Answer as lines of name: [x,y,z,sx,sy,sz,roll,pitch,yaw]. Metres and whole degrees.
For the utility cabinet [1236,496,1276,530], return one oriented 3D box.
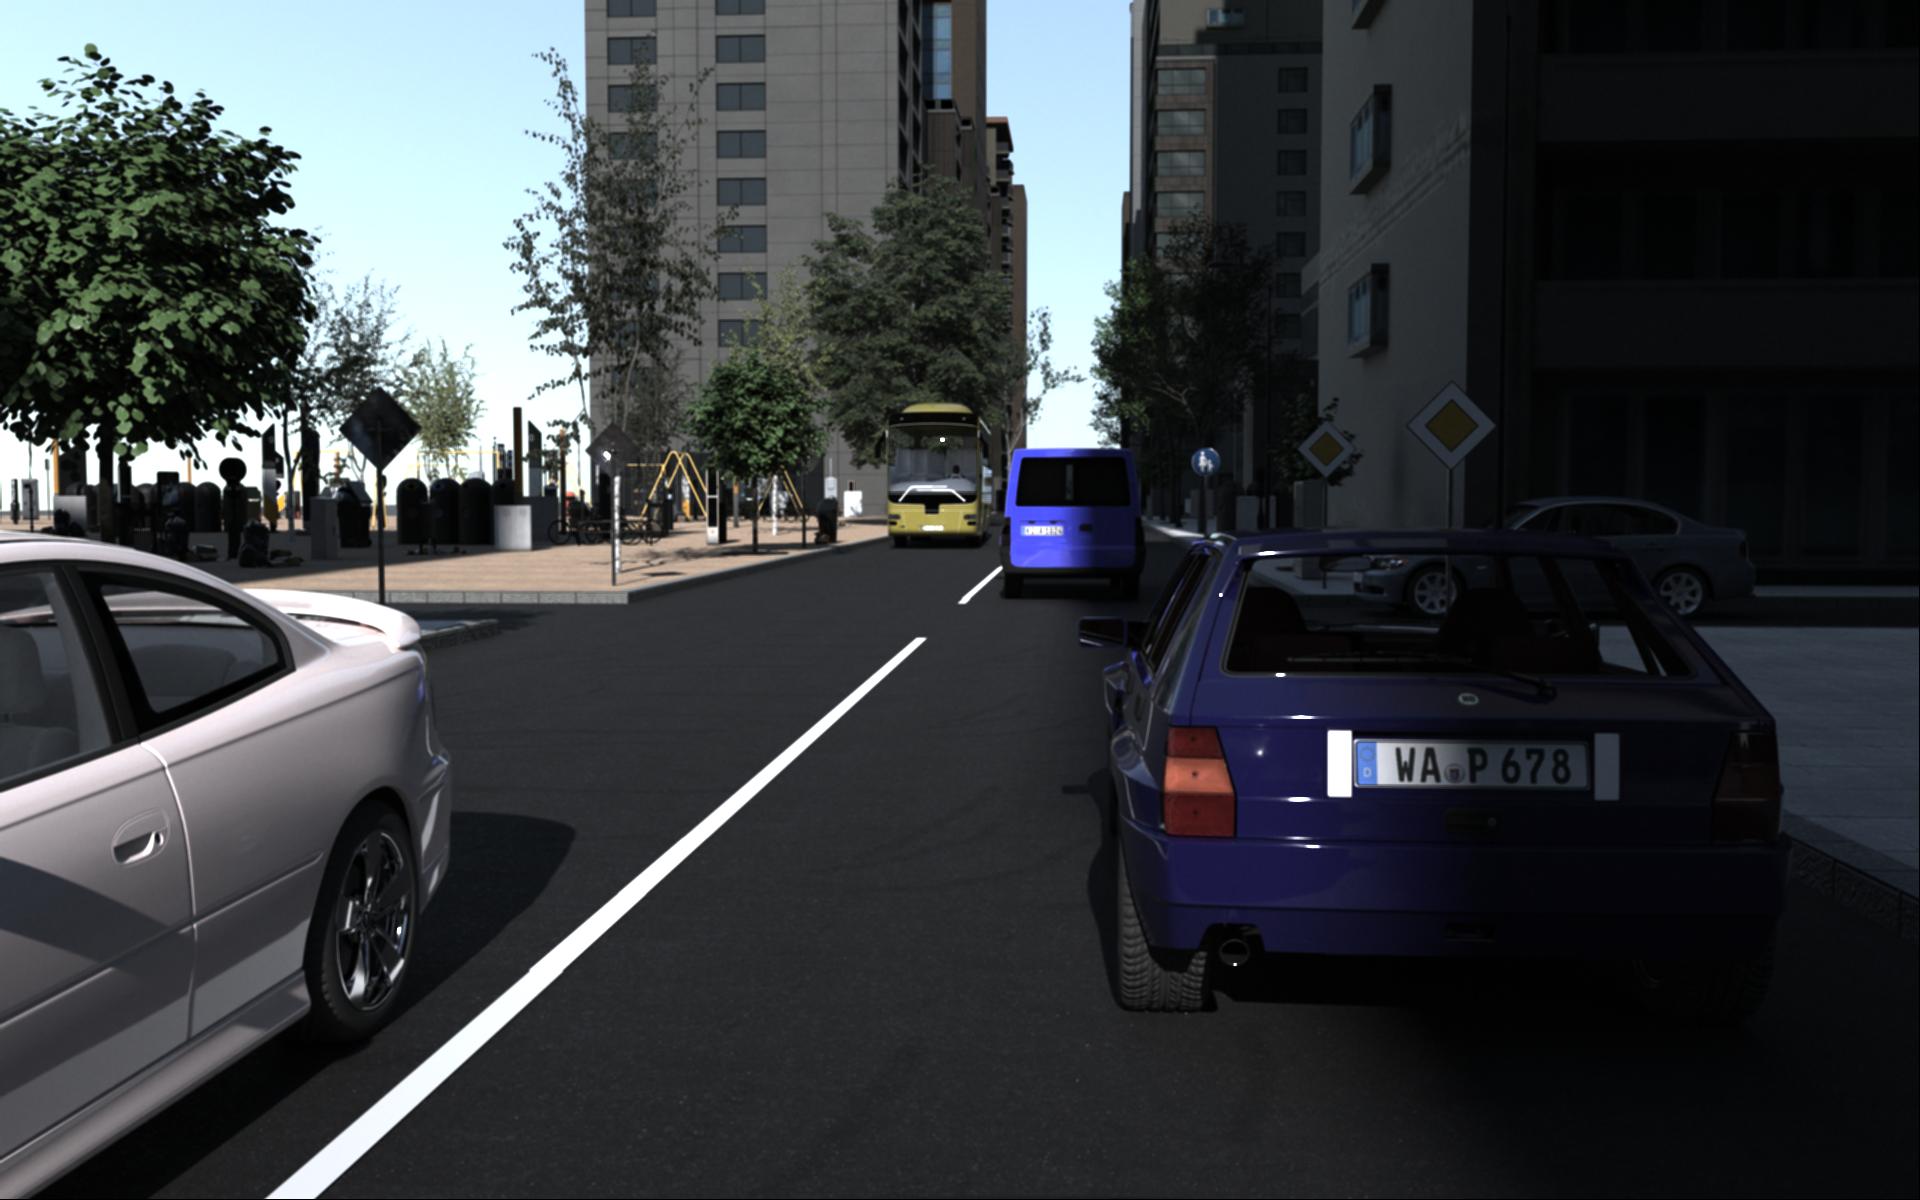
utility cabinet: [8.003,-2.184,46.875,1.020,1.237,0.306,2,4,24]

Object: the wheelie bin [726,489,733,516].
wheelie bin: [-13.218,-5.617,99.739,0.980,1.594,0.693,-3,5,-39]

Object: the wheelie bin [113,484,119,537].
wheelie bin: [-25.281,-2.688,51.852,0.980,1.594,0.693,2,4,31]

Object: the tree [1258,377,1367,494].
tree: [5.796,-2.090,28.770,1.663,3.219,1.824,0,3,0]

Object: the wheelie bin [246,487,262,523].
wheelie bin: [-30.172,-4.016,73.566,0.693,1.594,0.980,3,5,42]

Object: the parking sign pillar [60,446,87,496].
parking sign pillar: [-43.319,-5.870,84.443,1.447,3.967,1.447,3,4,38]

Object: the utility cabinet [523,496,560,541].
utility cabinet: [-11.480,-2.210,47.298,1.020,1.237,0.306,0,4,1]

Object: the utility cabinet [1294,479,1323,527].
utility cabinet: [5.286,-1.084,26.406,0.318,1.500,1.173,0,4,4]

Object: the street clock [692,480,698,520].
street clock: [-13.306,-5.043,87.028,0.358,2.002,0.471,-1,4,-13]

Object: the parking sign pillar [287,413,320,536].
parking sign pillar: [-20.216,-4.003,53.915,1.447,3.967,1.447,-1,4,-16]

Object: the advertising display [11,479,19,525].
advertising display: [-39.927,-4.157,73.178,0.123,1.923,0.974,-3,4,-36]

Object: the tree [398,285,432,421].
tree: [-19.728,-6.535,57.210,4.360,8.622,3.978,0,3,0]

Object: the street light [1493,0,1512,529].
street light: [4.273,-2.621,15.396,1.470,5.913,1.316,0,4,4]

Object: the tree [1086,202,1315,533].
tree: [7.710,-7.468,56.515,8.767,10.594,7.601,3,5,41]

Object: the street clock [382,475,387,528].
street clock: [-21.873,-3.730,65.561,0.358,2.002,0.471,0,3,0]

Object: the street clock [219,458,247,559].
street clock: [-14.467,-1.831,34.502,0.471,2.002,0.358,1,4,12]

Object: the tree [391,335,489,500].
tree: [-23.528,-7.895,79.441,4.737,8.622,4.395,0,3,0]

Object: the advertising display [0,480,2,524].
advertising display: [-42.045,-4.281,75.205,0.974,1.923,0.123,1,4,19]

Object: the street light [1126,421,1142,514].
street light: [10.231,-7.693,98.328,1.470,5.913,1.316,0,4,4]

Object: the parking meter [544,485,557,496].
parking meter: [-11.622,-2.494,49.186,0.372,1.533,0.369,0,3,0]

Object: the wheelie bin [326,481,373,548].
wheelie bin: [-14.563,-2.057,41.545,0.693,1.594,0.980,1,4,9]

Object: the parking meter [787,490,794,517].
parking meter: [-9.675,-5.524,98.732,0.372,1.533,0.369,0,3,0]

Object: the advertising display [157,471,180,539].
advertising display: [-22.580,-2.705,49.435,0.123,1.923,0.974,0,4,5]

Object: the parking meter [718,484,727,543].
parking meter: [-6.349,-2.281,45.699,0.372,1.533,0.369,0,3,0]

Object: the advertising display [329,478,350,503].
advertising display: [-24.484,-3.865,68.413,0.974,1.923,0.123,2,4,25]

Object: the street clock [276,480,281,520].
street clock: [-34.474,-5.061,87.310,0.471,2.002,0.358,-2,4,-35]

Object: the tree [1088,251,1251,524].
tree: [9.122,-9.124,74.932,9.928,11.665,9.643,0,3,0]

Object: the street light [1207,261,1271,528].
street light: [5.630,-3.803,34.714,1.470,5.913,1.316,0,4,4]

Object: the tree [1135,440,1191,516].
tree: [12.035,-7.303,103.125,4.285,4.588,4.351,0,3,0]

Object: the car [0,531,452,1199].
car: [-2.566,0.553,3.313,2.083,1.381,4.827,0,4,5]

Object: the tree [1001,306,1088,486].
tree: [6.209,-19.451,173.914,12.611,20.169,13.585,0,3,0]

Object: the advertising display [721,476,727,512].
advertising display: [-8.637,-3.551,63.277,0.123,1.923,0.974,0,4,-3]

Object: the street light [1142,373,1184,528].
street light: [7.858,-5.733,66.272,1.470,5.913,1.316,0,4,4]

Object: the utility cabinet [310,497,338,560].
utility cabinet: [-12.578,-1.414,34.278,0.306,1.237,1.020,0,4,-7]

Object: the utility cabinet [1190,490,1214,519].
utility cabinet: [12.345,-4.866,88.236,1.173,1.500,0.318,2,4,24]

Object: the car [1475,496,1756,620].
car: [6.938,-0.518,20.466,4.499,1.417,2.014,0,4,2]

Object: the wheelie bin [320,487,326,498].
wheelie bin: [-26.385,-3.947,72.444,0.980,1.594,0.693,3,4,36]

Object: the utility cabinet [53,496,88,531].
utility cabinet: [-30.671,-2.970,59.715,1.020,1.237,0.306,-1,4,-23]

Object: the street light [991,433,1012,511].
street light: [3.030,-9.704,131.198,1.470,5.913,1.316,0,4,4]

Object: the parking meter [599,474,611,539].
parking meter: [-10.145,-2.691,49.715,0.255,1.863,0.399,2,4,32]

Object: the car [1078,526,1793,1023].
car: [1.386,0.397,6.083,1.945,1.354,3.894,0,4,4]

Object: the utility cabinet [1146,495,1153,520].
utility cabinet: [9.431,-4.587,86.153,0.306,1.237,1.020,1,4,8]

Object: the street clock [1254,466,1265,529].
street clock: [7.670,-2.419,44.117,0.358,2.002,0.471,0,4,8]

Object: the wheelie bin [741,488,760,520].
wheelie bin: [-10.525,-4.835,86.959,0.980,1.594,0.693,-1,4,-10]

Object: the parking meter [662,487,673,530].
parking meter: [-10.367,-3.244,61.444,0.372,1.533,0.369,0,3,0]
